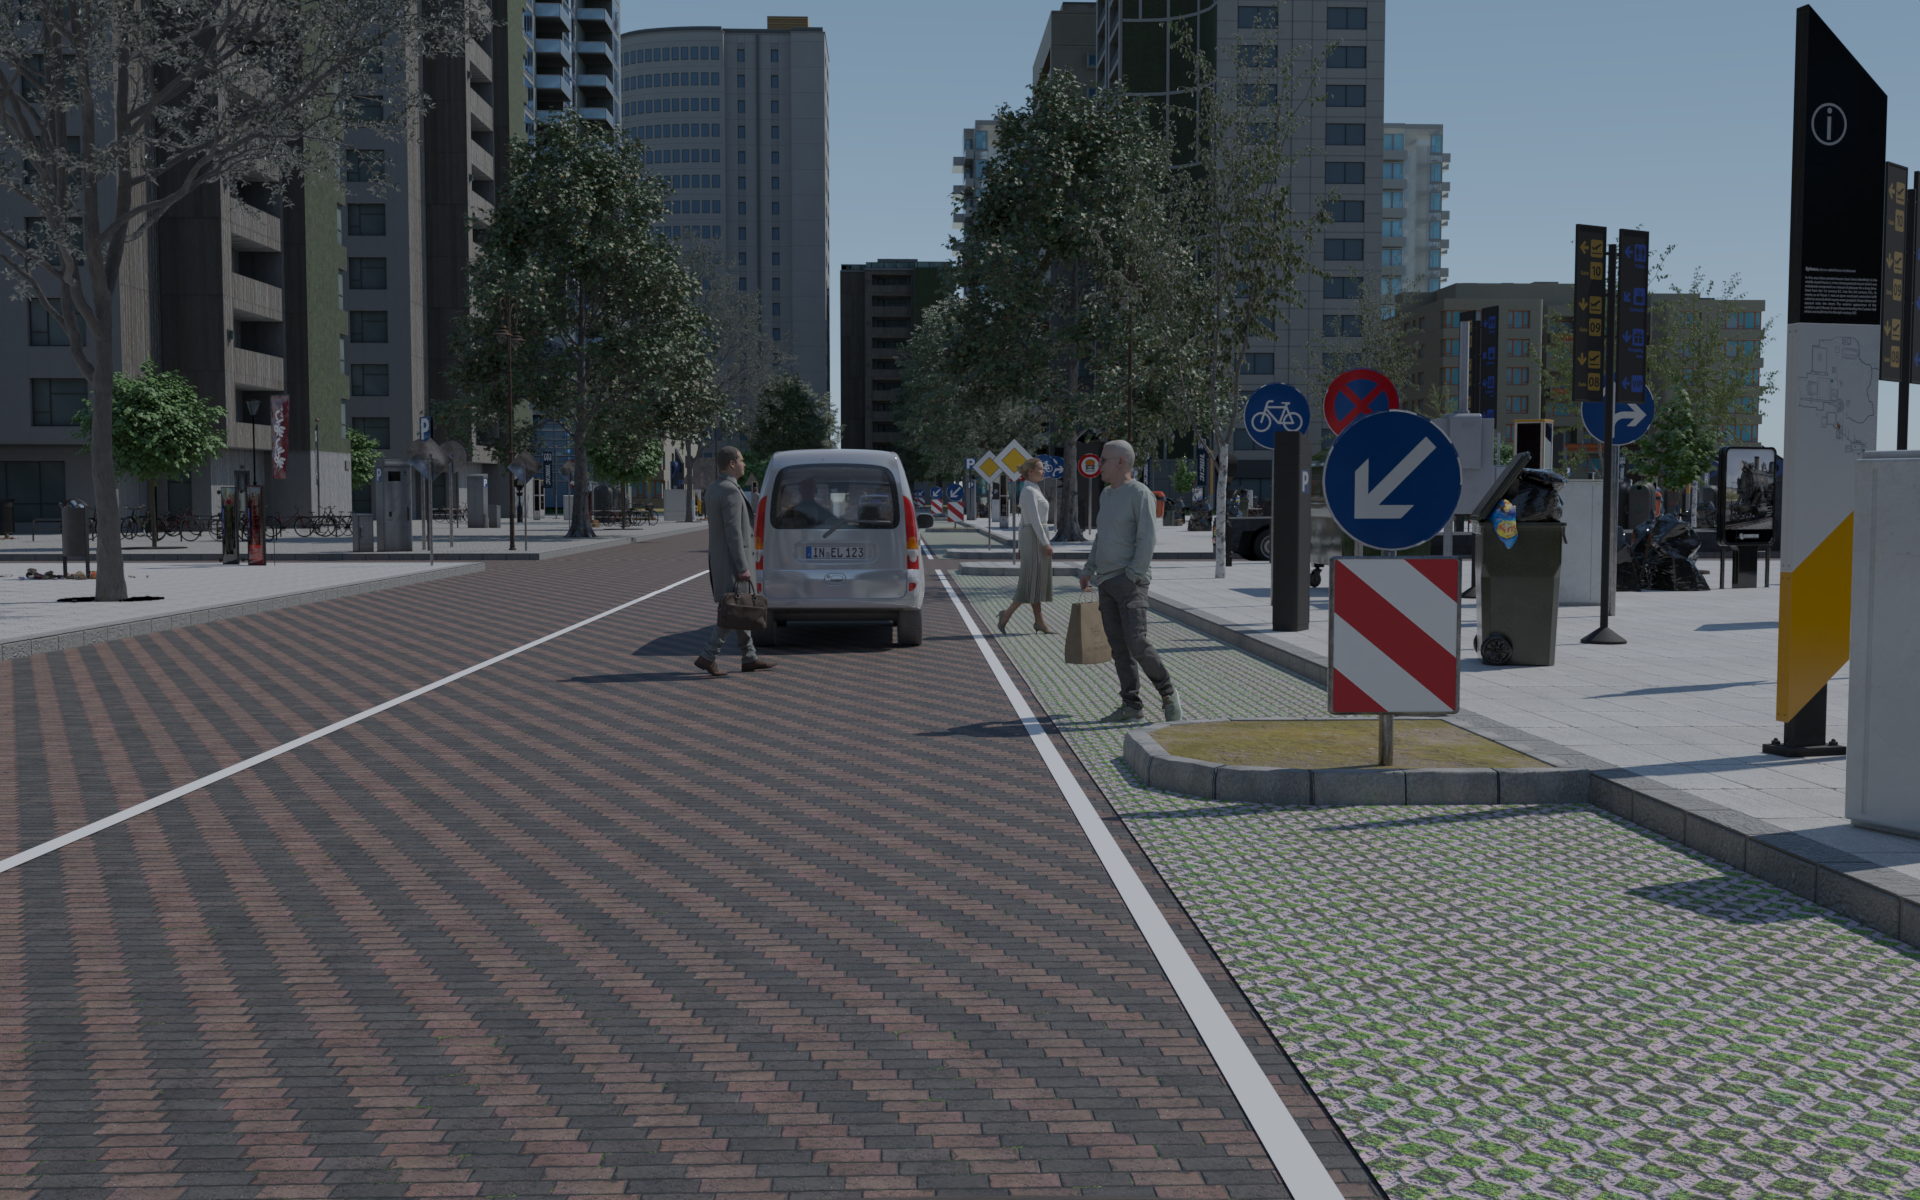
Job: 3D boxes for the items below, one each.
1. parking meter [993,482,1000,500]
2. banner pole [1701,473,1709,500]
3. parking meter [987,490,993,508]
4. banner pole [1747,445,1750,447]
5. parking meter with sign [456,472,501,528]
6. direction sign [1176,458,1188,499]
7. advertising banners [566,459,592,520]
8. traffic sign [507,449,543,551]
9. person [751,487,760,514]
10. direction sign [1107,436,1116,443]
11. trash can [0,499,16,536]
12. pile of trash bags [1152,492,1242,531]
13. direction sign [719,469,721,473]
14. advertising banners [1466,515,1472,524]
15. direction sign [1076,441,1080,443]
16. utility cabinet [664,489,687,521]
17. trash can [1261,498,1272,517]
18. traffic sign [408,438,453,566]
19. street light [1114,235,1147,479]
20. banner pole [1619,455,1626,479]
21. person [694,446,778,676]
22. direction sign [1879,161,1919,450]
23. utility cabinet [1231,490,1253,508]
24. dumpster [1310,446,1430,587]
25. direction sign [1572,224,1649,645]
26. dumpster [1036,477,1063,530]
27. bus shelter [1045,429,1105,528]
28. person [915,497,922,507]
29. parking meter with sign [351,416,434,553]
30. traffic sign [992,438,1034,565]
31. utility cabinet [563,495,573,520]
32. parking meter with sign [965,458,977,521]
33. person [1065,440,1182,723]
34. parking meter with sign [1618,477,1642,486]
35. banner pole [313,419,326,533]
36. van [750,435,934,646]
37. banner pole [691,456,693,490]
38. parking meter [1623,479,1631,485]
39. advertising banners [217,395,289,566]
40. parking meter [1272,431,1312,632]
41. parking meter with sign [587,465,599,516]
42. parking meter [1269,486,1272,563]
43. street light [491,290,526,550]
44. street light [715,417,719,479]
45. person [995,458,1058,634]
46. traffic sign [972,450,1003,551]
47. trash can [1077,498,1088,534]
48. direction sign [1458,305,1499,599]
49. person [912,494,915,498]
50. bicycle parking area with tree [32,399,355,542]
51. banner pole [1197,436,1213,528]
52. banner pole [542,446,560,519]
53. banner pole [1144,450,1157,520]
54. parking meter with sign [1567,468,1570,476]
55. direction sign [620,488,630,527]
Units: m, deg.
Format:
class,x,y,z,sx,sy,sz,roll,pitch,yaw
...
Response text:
class,x,y,z,sx,sy,sz,roll,pitch,yaw
parking meter,1.770,-4.682,82.270,0.399,1.863,0.255,1,4,23
banner pole,32.980,-5.302,76.703,0.863,3.779,0.401,-3,4,-38
parking meter,1.928,-6.247,110.543,0.372,1.533,0.369,0,3,0
banner pole,40.616,-6.040,88.767,0.863,3.779,0.401,0,4,3
parking meter with sign,-18.281,-4.240,65.589,1.738,3.016,0.543,1,4,10
direction sign,13.911,-7.131,108.592,0.876,3.537,0.379,-1,4,-23
advertising banners,-18.707,-5.551,86.952,2.074,3.025,0.090,0,4,-4
traffic sign,-9.770,-2.159,38.937,0.795,2.450,0.064,0,4,-2
person,-9.980,-4.711,85.891,0.716,1.782,0.532,2,4,33
direction sign,5.185,-3.970,56.900,0.876,3.537,0.379,3,5,43
trash can,-29.682,-2.575,53.748,0.748,1.137,0.748,0,3,0
pile of trash bags,8.222,-3.087,60.229,3.447,1.369,1.912,1,4,19
direction sign,-13.190,-6.339,95.634,0.379,3.537,0.876,-1,4,-18
advertising banners,22.358,-4.846,75.425,2.074,3.025,0.090,-3,5,-41
direction sign,4.612,-4.821,70.822,0.876,3.537,0.379,3,5,40
utility cabinet,-13.374,-4.471,81.781,1.173,1.500,0.318,-2,4,-24
trash can,10.293,-2.775,57.031,0.748,1.137,0.748,0,3,0
traffic sign,-9.457,-1.671,30.958,0.795,2.450,0.064,0,4,-2
street light,3.040,-3.561,31.002,0.468,5.910,1.993,0,4,-2
banner pole,37.385,-6.613,98.146,0.401,3.779,0.863,-2,4,-28
person,-1.783,-0.317,13.780,0.767,1.812,0.694,-2,4,-25
direction sign,6.622,-1.233,12.165,0.876,3.537,0.379,-3,5,-41
utility cabinet,15.487,-5.296,95.270,1.173,1.500,0.318,1,4,15
dumpster,5.399,-1.253,22.973,1.502,2.255,1.985,0,4,-2
direction sign,5.544,-1.395,14.812,0.876,3.537,0.379,-2,4,-29
dumpster,3.082,-3.389,61.173,1.264,1.857,1.865,0,4,-2
bus shelter,4.361,-4.557,65.788,1.731,3.624,6.357,0,4,-2
person,-4.453,-10.319,177.941,1.217,1.743,0.721,0,4,0
parking meter with sign,-12.627,-2.586,38.538,1.738,3.016,0.543,-3,5,-42
traffic sign,0.980,-1.694,31.345,0.795,2.450,0.064,0,4,-2
utility cabinet,-18.862,-4.500,84.733,1.020,1.237,0.306,-1,4,-21
parking meter with sign,0.572,-5.395,84.474,0.543,3.016,1.738,0,4,4
person,1.015,-0.116,10.880,0.515,1.767,0.782,-2,4,-29
parking meter with sign,33.858,-5.629,88.300,1.738,3.016,0.543,2,4,29
banner pole,-21.230,-4.110,57.223,0.401,3.779,0.863,-1,4,-14
van,-1.247,-0.654,17.701,2.013,2.044,4.112,0,4,-3
banner pole,-17.330,-7.537,113.243,0.863,3.779,0.401,-3,4,-36
parking meter,25.769,-3.745,66.939,0.255,1.863,0.399,2,4,26
advertising banners,-12.664,-2.134,31.075,2.074,3.025,0.090,2,4,32
parking meter,3.120,-0.646,16.270,0.255,1.863,0.399,2,4,31
parking meter with sign,-21.685,-6.495,102.455,0.543,3.016,1.738,1,4,22
parking meter,5.942,-1.453,32.173,0.372,1.533,0.369,0,3,0
street light,-10.226,-4.074,39.393,0.468,5.910,1.993,0,4,-2
street light,-12.156,-6.949,86.407,0.468,5.910,1.993,0,4,-2
person,0.677,-0.540,17.557,0.641,1.798,0.478,1,4,11
traffic sign,0.667,-2.182,39.324,0.795,2.450,0.064,0,4,-2
trash can,3.788,-2.737,56.398,0.748,1.137,0.748,0,3,0
direction sign,6.347,-1.792,21.290,0.379,3.537,0.876,-1,4,-13
person,-4.754,-10.210,176.903,0.415,1.643,0.593,0,4,-5
bicycle parking area with tree,-21.661,-3.859,50.101,9.016,4.147,8.231,1,4,21
banner pole,9.247,-4.606,65.320,0.401,3.779,0.863,-3,5,-41
banner pole,-21.089,-6.075,89.348,0.863,3.779,0.401,-1,4,-18
banner pole,9.344,-5.860,85.836,0.863,3.779,0.401,1,4,22
parking meter with sign,39.391,-7.227,114.416,0.543,3.016,1.738,-2,4,-32
direction sign,-12.954,-4.577,66.835,0.379,3.537,0.876,-2,4,-26
